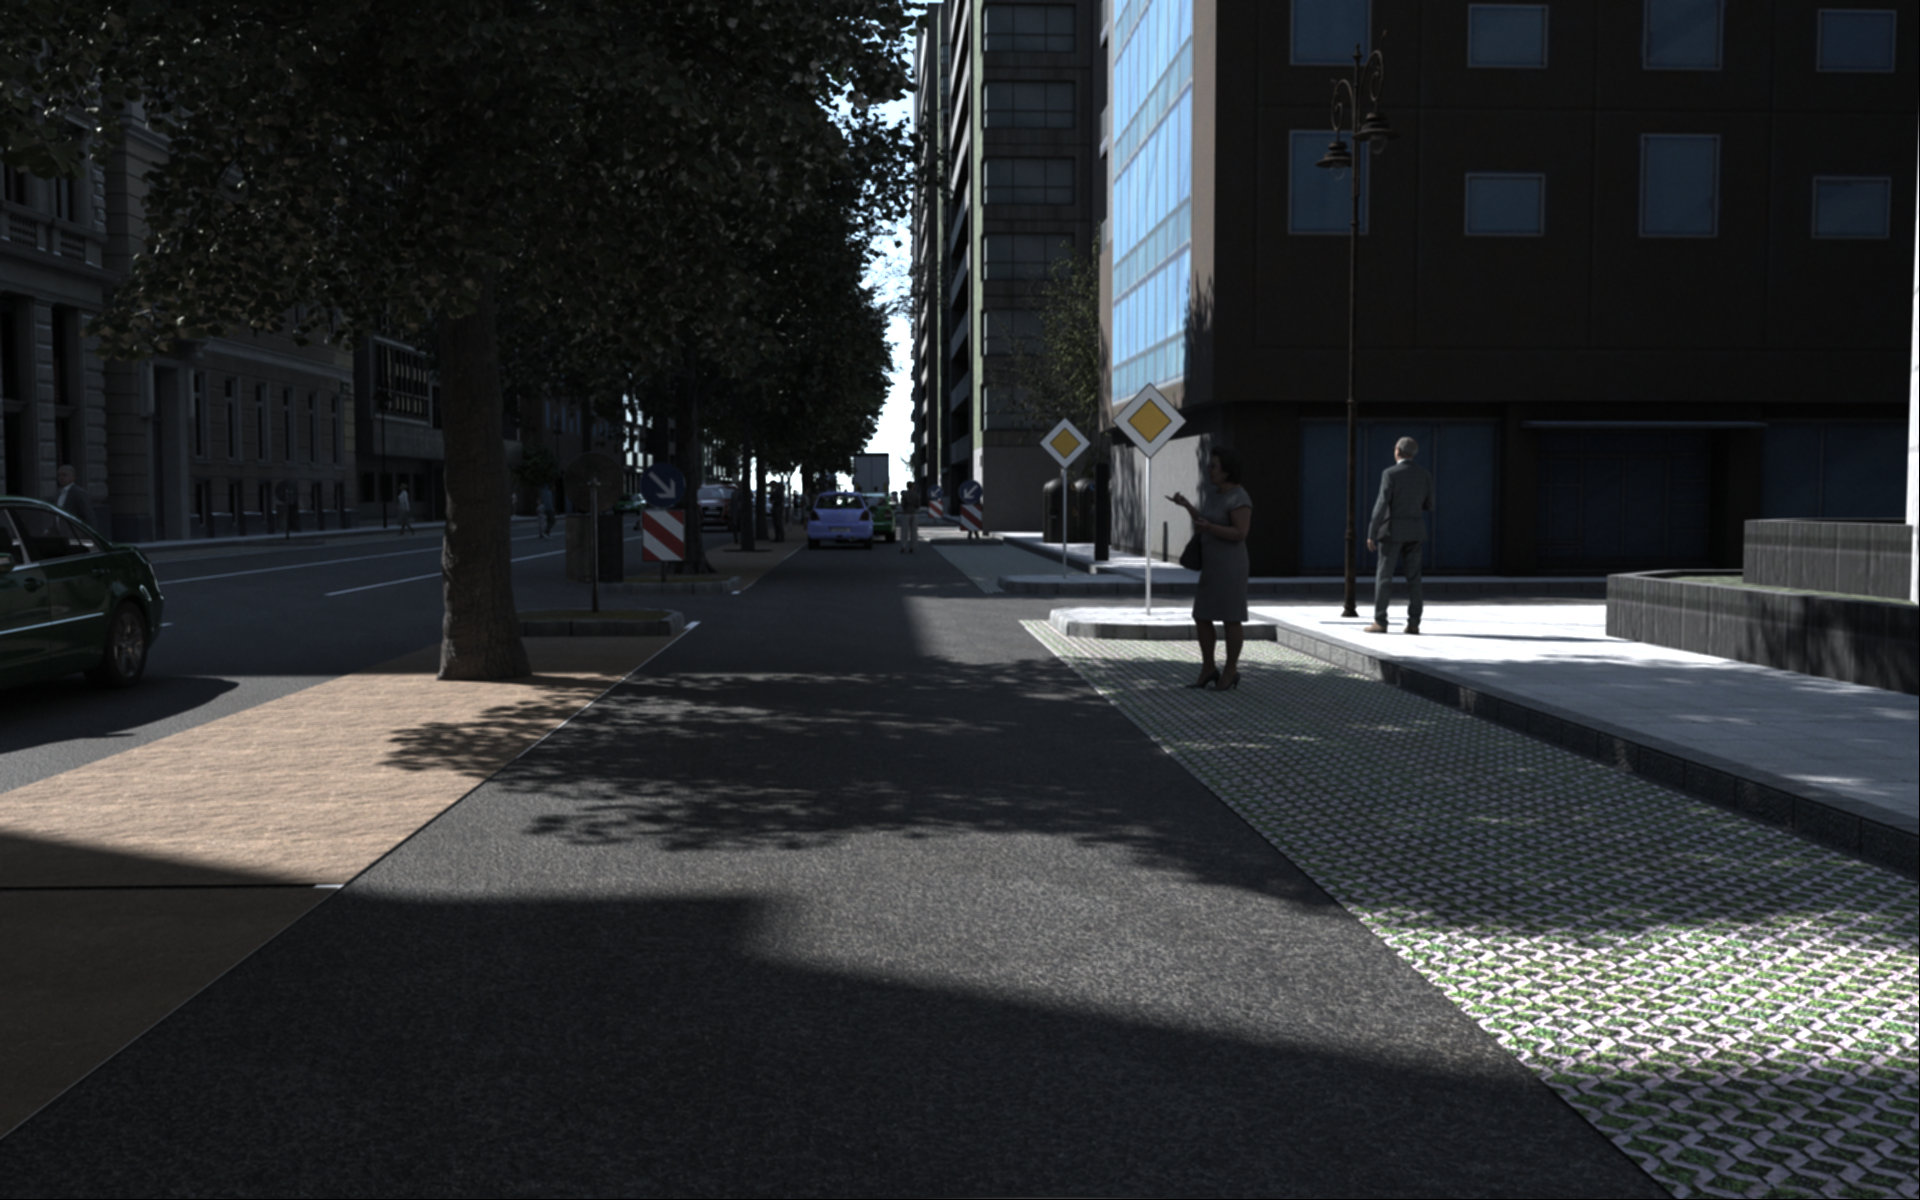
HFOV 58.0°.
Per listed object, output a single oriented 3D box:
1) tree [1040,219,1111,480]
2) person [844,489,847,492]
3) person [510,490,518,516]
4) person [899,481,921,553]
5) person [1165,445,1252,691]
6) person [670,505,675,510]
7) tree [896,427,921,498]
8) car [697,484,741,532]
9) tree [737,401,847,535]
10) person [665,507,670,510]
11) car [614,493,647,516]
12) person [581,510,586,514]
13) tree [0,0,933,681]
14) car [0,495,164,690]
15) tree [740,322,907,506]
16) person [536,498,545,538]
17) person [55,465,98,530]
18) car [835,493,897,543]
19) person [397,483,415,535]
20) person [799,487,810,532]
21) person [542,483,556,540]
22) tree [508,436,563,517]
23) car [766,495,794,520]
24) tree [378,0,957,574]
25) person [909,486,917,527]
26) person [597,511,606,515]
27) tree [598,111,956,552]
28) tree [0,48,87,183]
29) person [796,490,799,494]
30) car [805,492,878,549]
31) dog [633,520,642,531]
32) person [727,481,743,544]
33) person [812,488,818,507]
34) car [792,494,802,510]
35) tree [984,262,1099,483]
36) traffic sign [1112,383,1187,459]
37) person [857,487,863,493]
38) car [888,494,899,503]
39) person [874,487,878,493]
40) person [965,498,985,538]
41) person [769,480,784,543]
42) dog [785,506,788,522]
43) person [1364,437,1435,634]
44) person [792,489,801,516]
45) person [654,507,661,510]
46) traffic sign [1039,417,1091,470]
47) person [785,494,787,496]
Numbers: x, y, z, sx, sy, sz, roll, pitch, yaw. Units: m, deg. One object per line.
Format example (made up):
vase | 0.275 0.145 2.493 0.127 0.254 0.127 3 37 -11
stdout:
tree | 3.990 -5.943 47.528 4.737 8.622 4.395 0 3 0
person | -9.314 -8.164 141.606 0.705 1.869 1.348 3 5 45
person | -25.781 -5.606 100.304 0.523 1.515 0.503 -2 4 -34
person | -1.230 -2.034 42.303 0.519 1.759 0.362 -1 4 -14
person | 1.788 -0.229 12.596 0.532 1.782 0.716 -1 4 -22
person | -13.539 -4.430 81.359 0.576 1.772 0.534 1 4 16
tree | -4.486 -14.347 184.927 4.360 8.622 3.978 0 3 0
car | -9.367 -3.560 66.883 2.281 1.827 5.304 0 4 -4
tree | -6.404 -6.868 65.108 4.360 8.622 3.978 0 3 0
person | -11.534 -3.574 67.776 0.643 1.720 0.563 -1 4 -19
car | -22.101 -6.560 116.051 1.959 1.807 4.718 0 4 -3
person | -23.734 -6.310 109.222 0.705 1.823 1.348 0 4 6
tree | -3.692 -6.353 12.980 9.857 13.997 8.962 0 3 0
car | -6.992 0.024 11.404 2.131 1.459 4.920 0 4 -2
tree | -6.489 -8.308 72.708 8.767 10.594 7.601 0 4 -3
person | -13.697 -2.678 56.561 0.425 1.301 0.394 1 4 17
person | -10.641 -0.717 20.627 0.661 1.777 0.834 1 4 21
car | -2.859 -2.652 52.154 1.959 1.807 4.718 0 4 -4
person | -19.169 -3.127 59.858 0.641 1.798 0.478 -1 4 -18
person | -5.728 -3.355 64.364 0.522 1.701 0.512 -2 4 -25
person | -12.898 -2.781 54.307 0.444 1.785 0.601 -1 4 -15
tree | -24.039 -6.948 97.308 4.285 4.588 4.351 0 3 0
car | -10.237 -5.119 96.062 2.083 1.381 4.827 0 4 -3
tree | -4.884 -6.803 30.702 9.611 12.733 9.660 0 3 0
person | -1.912 -3.630 68.392 0.519 1.759 0.362 2 4 23
person | -17.854 -4.757 86.458 0.590 1.801 0.661 2 4 30
tree | -5.298 -7.940 42.644 12.009 13.543 11.850 0 3 0
tree | -3.522 -5.043 3.030 7.486 12.596 7.792 0 3 0
person | -17.308 -10.793 184.921 1.348 1.831 0.705 2 4 31
car | -3.167 -2.239 46.196 1.945 1.707 3.694 0 4 -3
dog | -12.620 -2.932 68.136 0.550 0.427 0.748 1 4 12
person | -6.281 -2.482 49.181 0.694 1.812 0.767 0 4 -1
person | -7.162 -4.554 83.621 0.598 1.740 0.731 1 4 16
car | -13.894 -8.760 152.016 1.959 1.807 4.718 0 4 -5
tree | 3.026 -6.332 53.897 4.360 8.622 3.978 0 3 0
traffic sign | 2.008 -0.980 18.217 0.795 2.593 0.064 0 4 -3
person | -4.998 -4.673 85.084 0.661 1.801 0.590 -3 5 -43
car | -9.930 -15.013 254.259 1.959 1.807 4.718 0 4 -5
person | -4.633 -5.262 94.413 0.818 1.842 0.514 -2 4 -29
person | 0.487 -2.664 52.449 0.661 1.777 0.834 3 5 41
person | -5.423 -2.608 50.941 0.447 1.846 0.655 -2 4 -33
dog | -9.030 -4.439 89.413 0.513 0.831 0.800 3 4 38
person | 4.036 -0.599 16.009 0.661 1.801 0.590 -1 4 -20
person | -10.634 -6.291 112.043 1.217 1.739 0.721 2 4 27
person | -8.467 -2.190 48.561 0.590 1.304 0.306 2 4 23
traffic sign | 1.606 -1.468 26.192 0.795 2.593 0.064 0 4 -3
person | -23.509 -13.666 235.154 0.599 1.433 0.991 -1 4 -22
